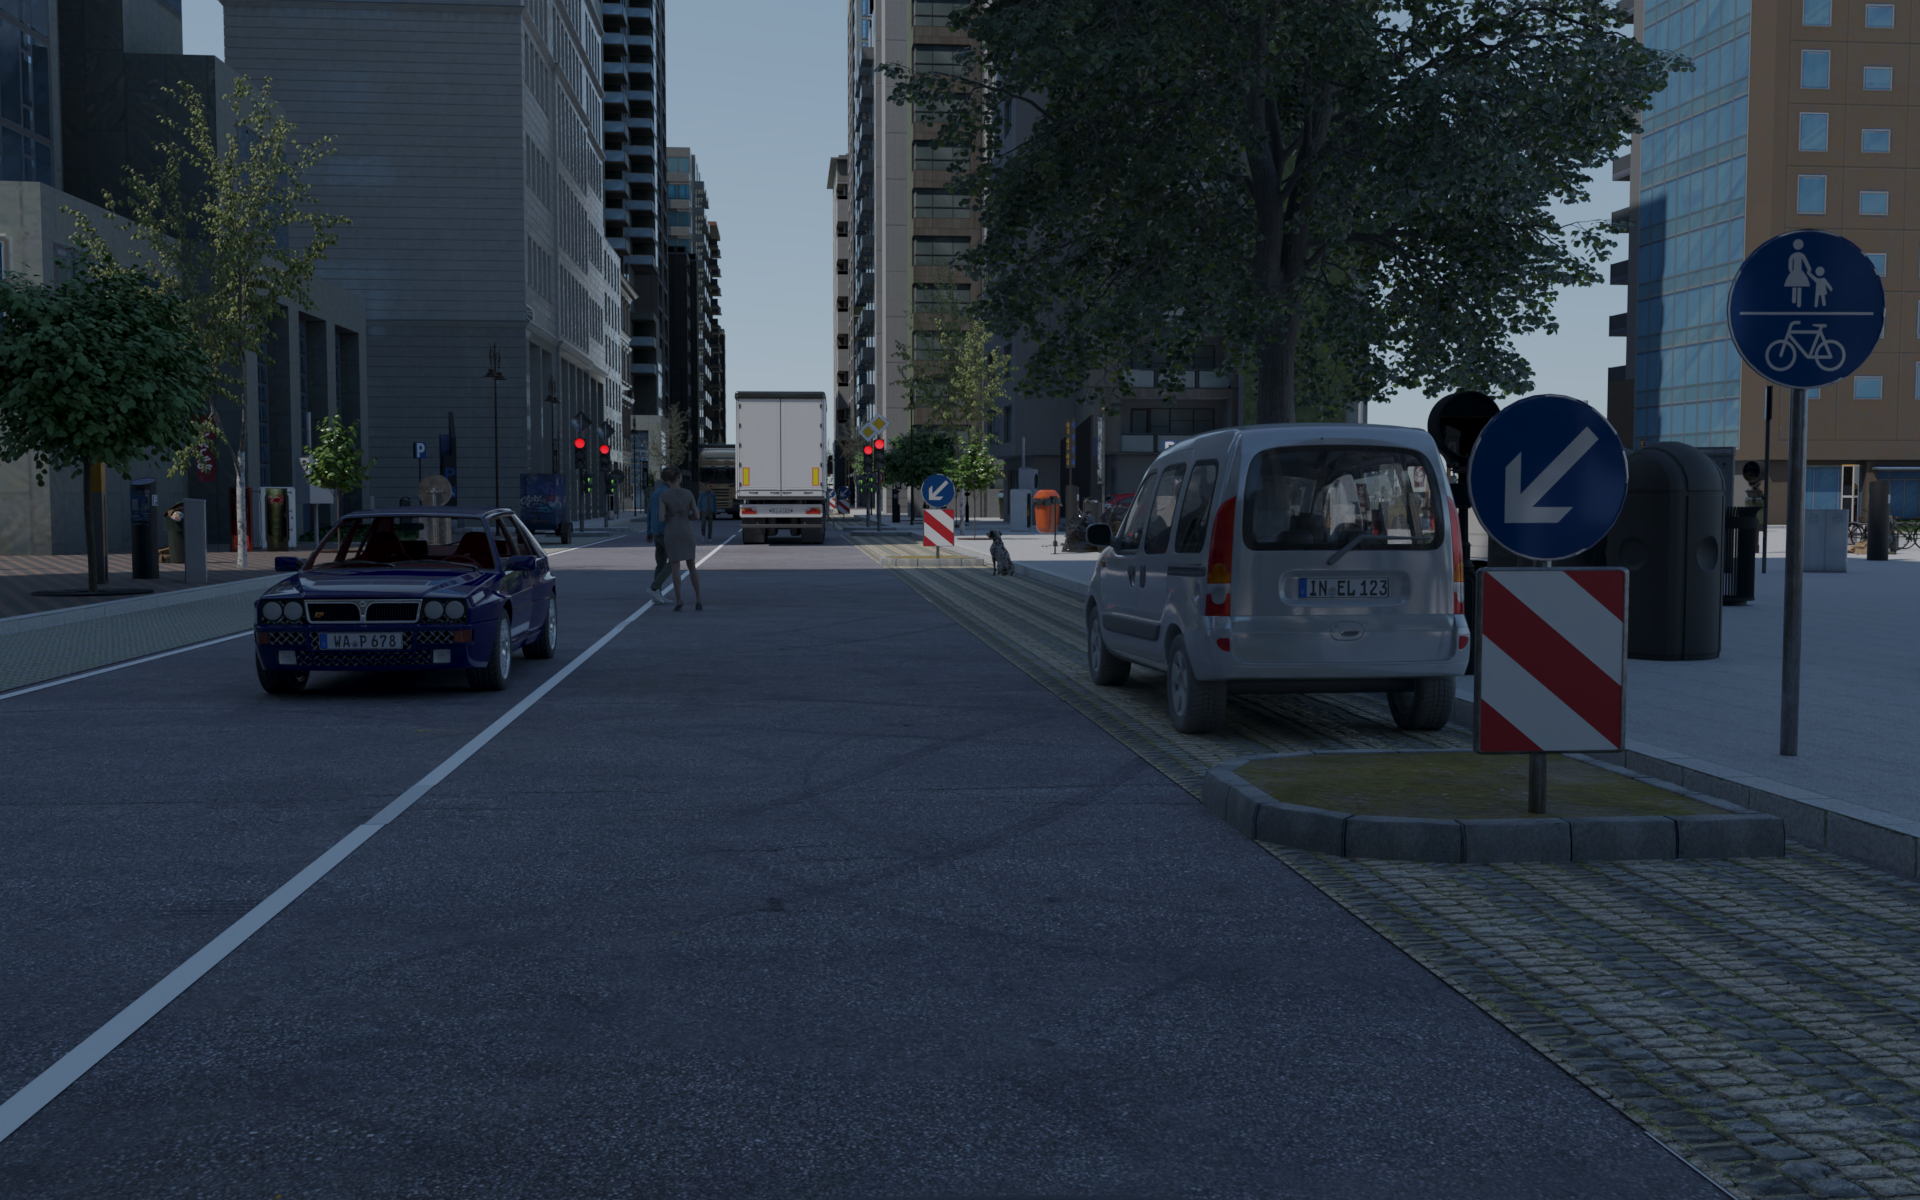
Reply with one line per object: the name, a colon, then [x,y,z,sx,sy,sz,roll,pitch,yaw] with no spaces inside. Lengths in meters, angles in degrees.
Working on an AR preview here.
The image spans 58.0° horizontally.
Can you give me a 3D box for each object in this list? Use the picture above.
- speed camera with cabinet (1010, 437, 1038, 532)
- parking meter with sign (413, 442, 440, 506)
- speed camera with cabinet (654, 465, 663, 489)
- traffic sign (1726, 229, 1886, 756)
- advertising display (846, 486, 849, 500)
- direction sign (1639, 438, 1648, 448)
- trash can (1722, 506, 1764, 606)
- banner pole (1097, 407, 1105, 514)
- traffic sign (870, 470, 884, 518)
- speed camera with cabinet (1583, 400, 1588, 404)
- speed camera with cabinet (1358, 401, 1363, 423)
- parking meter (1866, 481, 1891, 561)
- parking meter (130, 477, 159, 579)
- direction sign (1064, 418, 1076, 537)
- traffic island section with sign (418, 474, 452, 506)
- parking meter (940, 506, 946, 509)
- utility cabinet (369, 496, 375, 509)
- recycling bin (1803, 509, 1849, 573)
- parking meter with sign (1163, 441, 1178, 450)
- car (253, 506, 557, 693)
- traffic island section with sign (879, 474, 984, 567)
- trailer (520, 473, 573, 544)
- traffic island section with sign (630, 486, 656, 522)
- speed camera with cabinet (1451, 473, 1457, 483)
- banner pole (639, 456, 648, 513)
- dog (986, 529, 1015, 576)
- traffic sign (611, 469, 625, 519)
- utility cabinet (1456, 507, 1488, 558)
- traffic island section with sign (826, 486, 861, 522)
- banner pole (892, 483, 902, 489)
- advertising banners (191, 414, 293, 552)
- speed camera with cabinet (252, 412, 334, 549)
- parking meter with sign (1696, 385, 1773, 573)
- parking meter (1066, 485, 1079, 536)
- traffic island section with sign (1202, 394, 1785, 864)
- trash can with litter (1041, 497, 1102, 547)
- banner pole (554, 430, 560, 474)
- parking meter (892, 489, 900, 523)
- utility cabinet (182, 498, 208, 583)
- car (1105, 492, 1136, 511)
speed camera with cabinet: [2.225,-4.009,59.881,0.660,3.252,2.038,1,4,14]
parking meter with sign: [-17.350,-3.765,57.825,1.738,3.016,0.543,1,4,22]
speed camera with cabinet: [-20.837,-7.660,119.581,0.660,3.252,2.038,-1,4,-10]
traffic sign: [4.073,-0.509,8.435,0.768,2.556,0.104,0,4,-1]
advertising display: [-8.965,-8.133,138.184,0.123,1.923,0.974,-1,4,-14]
direction sign: [27.716,-4.788,70.284,0.379,3.537,0.876,3,5,41]
trash can: [8.866,-0.512,20.025,0.748,1.137,0.748,0,3,0]
banner pole: [4.066,-3.660,49.853,0.401,3.779,0.863,1,4,21]
traffic sign: [-4.443,-5.671,92.823,0.768,2.556,0.104,0,4,2]
speed camera with cabinet: [12.473,-2.581,36.535,2.038,3.252,0.660,1,4,11]
speed camera with cabinet: [8.421,-2.658,37.793,0.660,3.252,2.038,0,4,4]
parking meter: [17.715,-1.528,33.398,0.372,1.533,0.369,0,3,0]
parking meter: [-12.370,-1.092,26.271,0.372,1.533,0.369,0,3,0]
direction sign: [3.311,-3.658,51.799,0.379,3.537,0.876,-1,4,-14]
traffic island section with sign: [-10.328,-1.548,33.938,1.989,1.847,2.006,0,4,-6]
parking meter: [-0.744,-3.971,73.331,0.372,1.533,0.369,0,3,0]
utility cabinet: [-42.755,-7.032,126.137,0.306,1.237,1.020,-1,4,-19]
recycling bin: [14.186,-0.982,28.617,0.722,1.027,0.722,1,4,11]
parking meter with sign: [7.412,-3.725,57.166,0.543,3.016,1.738,3,5,41]
car: [-4.281,-0.072,13.761,1.945,1.354,3.894,0,4,-5]
traffic island section with sign: [-0.611,-1.607,34.905,1.989,1.847,2.006,0,4,-6]
trailer: [-11.801,-2.554,48.808,1.471,1.999,3.904,0,4,-7]
traffic island section with sign: [-15.883,-4.918,89.038,1.989,1.847,2.006,0,4,-6]
speed camera with cabinet: [24.640,-5.667,86.984,0.660,3.252,2.038,1,4,19]
banner pole: [-20.972,-7.626,114.700,0.863,3.779,0.401,2,4,28]
dog: [0.703,-0.823,30.286,0.513,0.831,0.800,0,4,3]
traffic sign: [-17.542,-5.417,88.667,0.768,2.556,0.104,0,4,3]
utility cabinet: [10.403,-1.589,34.665,0.318,1.500,1.173,-1,4,-19]
traffic island section with sign: [-6.179,-4.990,90.217,1.989,1.847,2.006,0,4,-6]
banner pole: [-4.233,-7.620,114.596,0.863,3.779,0.401,-1,4,-21]
advertising banners: [-15.874,-2.573,38.259,2.074,3.025,0.090,-1,4,-12]
speed camera with cabinet: [-15.953,-2.868,41.231,0.660,3.252,2.038,2,4,33]
parking meter with sign: [12.245,-1.956,28.248,1.738,3.016,0.543,1,4,23]
parking meter: [3.191,-2.498,49.252,0.372,1.533,0.369,0,3,0]
traffic island section with sign: [2.153,0.061,7.636,1.989,1.847,2.006,0,4,-6]
trash can with litter: [2.877,-1.934,42.682,2.233,1.210,1.678,-2,4,-27]
banner pole: [-15.896,-4.788,68.296,0.401,3.779,0.863,-3,4,-36]
parking meter: [-2.861,-4.232,77.598,0.372,1.533,0.369,0,3,0]
utility cabinet: [-11.228,-0.874,25.454,0.306,1.237,1.020,-1,4,-22]
car: [7.278,-3.437,65.232,4.494,1.783,2.155,0,4,-6]
